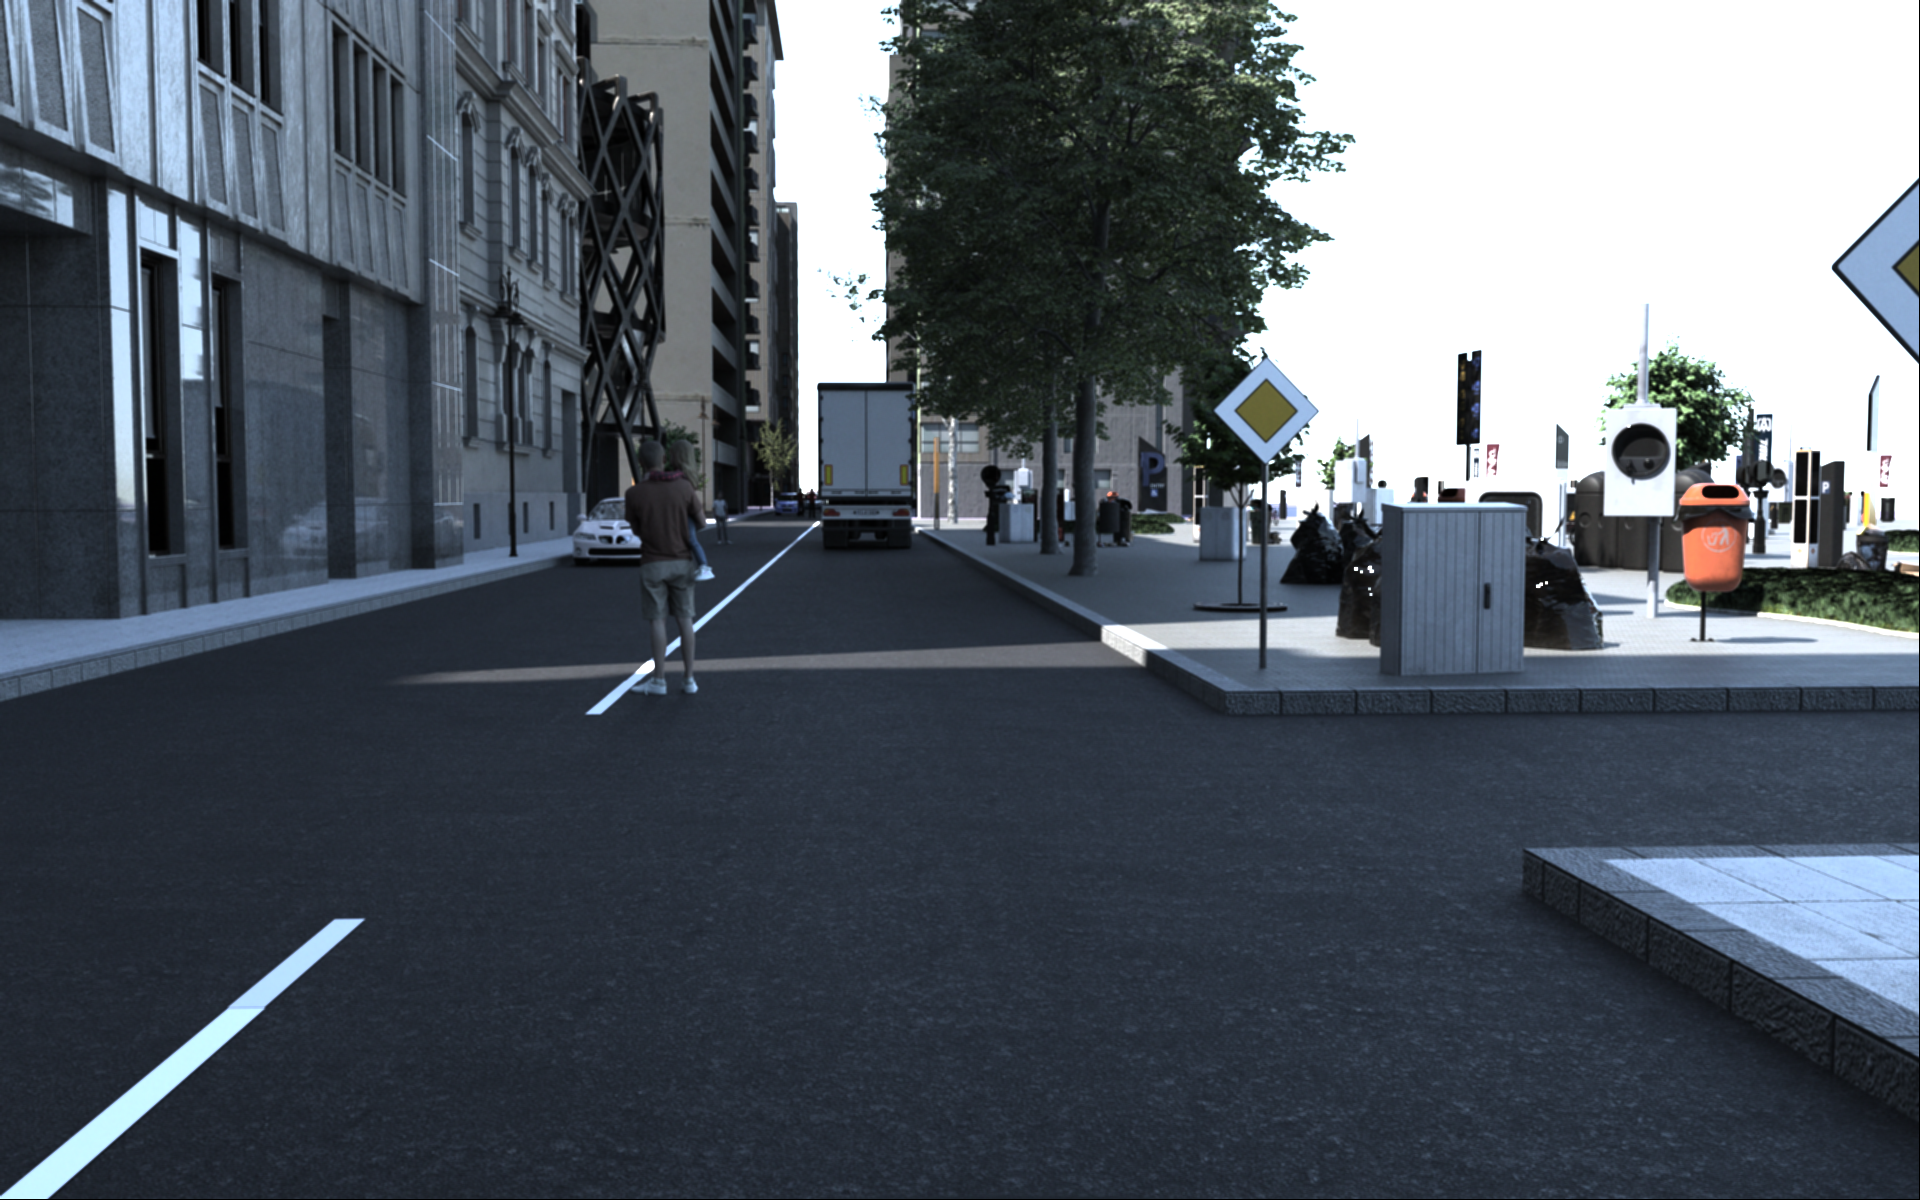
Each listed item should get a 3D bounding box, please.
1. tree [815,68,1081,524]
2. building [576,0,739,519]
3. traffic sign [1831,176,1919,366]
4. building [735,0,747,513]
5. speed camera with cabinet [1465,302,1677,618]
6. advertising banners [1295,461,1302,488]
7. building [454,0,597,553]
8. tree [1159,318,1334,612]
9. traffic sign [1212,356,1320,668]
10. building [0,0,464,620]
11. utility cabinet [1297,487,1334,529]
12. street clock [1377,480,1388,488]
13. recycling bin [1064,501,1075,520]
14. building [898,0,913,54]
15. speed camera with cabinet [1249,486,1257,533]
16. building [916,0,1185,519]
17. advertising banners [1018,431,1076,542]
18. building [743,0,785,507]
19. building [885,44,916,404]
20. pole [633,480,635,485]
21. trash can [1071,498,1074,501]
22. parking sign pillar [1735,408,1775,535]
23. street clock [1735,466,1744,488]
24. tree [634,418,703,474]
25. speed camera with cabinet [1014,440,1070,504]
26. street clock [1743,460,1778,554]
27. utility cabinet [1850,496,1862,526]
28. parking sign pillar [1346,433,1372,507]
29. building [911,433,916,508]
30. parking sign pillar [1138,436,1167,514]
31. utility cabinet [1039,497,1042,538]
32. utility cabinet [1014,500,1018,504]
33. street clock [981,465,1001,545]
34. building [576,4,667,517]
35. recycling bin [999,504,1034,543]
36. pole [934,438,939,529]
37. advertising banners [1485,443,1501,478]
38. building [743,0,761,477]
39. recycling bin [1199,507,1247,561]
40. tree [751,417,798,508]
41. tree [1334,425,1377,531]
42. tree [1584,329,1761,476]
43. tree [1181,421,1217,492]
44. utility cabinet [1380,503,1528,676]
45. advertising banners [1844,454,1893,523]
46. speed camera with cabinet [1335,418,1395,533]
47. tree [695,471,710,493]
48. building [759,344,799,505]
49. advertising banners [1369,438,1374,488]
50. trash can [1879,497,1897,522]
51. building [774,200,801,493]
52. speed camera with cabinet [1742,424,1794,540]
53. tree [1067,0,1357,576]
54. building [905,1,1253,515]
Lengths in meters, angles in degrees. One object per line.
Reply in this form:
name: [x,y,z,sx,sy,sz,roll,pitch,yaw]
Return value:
tree: [0.130,-13.453,75.846,12.611,20.169,13.585,0,3,0]
building: [-23.933,-28.941,96.889,21.300,48.544,21.600,0,4,-4]
traffic sign: [2.729,-0.067,4.737,0.795,2.450,0.064,0,4,-4]
building: [-21.784,-26.409,115.378,14.154,41.232,14.086,0,4,-4]
speed camera with cabinet: [6.369,-1.453,18.088,2.038,3.252,0.660,1,4,23]
advertising banners: [15.536,-4.922,76.661,2.074,3.025,0.090,-2,4,-28]
building: [-17.290,-15.591,42.296,14.401,28.519,23.554,0,4,-4]
tree: [2.989,-1.501,19.145,1.663,3.219,1.824,0,3,0]
traffic sign: [2.230,-0.554,12.707,0.795,2.450,0.064,0,4,-4]
building: [-14.484,-12.400,20.765,12.078,24.808,19.932,0,4,-4]
utility cabinet: [11.385,-2.865,55.522,1.173,1.500,0.318,3,5,42]
street clock: [21.197,-5.040,86.972,0.471,2.002,0.358,-1,4,-18]
recycling bin: [3.752,-2.920,60.299,0.722,1.027,0.722,-1,4,-13]
building: [-0.038,-48.788,235.941,20.563,71.187,20.611,0,4,-4]
speed camera with cabinet: [9.443,-3.867,57.556,0.660,3.252,2.038,1,4,19]
building: [4.487,-25.270,96.752,14.154,41.232,14.086,0,4,-4]
advertising banners: [2.549,-3.080,46.542,2.074,3.025,0.090,-1,4,-17]
building: [-33.237,-36.312,182.934,28.713,52.752,27.495,0,4,-4]
building: [2.878,-34.311,184.684,21.300,48.544,21.600,0,4,-4]
pole: [-15.749,-5.508,83.892,0.158,3.312,0.155,0,3,0]
trash can: [4.593,-3.330,66.093,0.748,1.137,0.748,0,3,0]
parking sign pillar: [25.041,-4.056,54.782,1.447,3.967,1.447,1,4,15]
street clock: [20.282,-2.459,44.775,0.471,2.002,0.358,-1,4,-22]
tree: [-12.598,-5.578,74.913,4.285,4.588,4.351,0,3,0]
speed camera with cabinet: [3.029,-4.270,64.157,2.038,3.252,0.660,0,4,0]
street clock: [17.234,-2.002,37.298,0.471,2.002,0.358,0,4,-3]
utility cabinet: [36.734,-3.659,70.992,0.306,1.237,1.020,3,4,36]
parking sign pillar: [17.536,-5.392,76.632,1.447,3.967,1.447,2,4,33]
building: [5.439,-51.039,147.154,22.319,86.520,31.000,0,4,-4]
parking sign pillar: [8.989,-5.648,80.813,1.447,3.967,1.447,-1,4,-14]
utility cabinet: [2.650,-2.405,50.486,0.306,1.237,1.020,2,4,27]
utility cabinet: [2.970,-4.547,83.018,0.318,1.500,1.173,2,4,28]
street clock: [0.773,-2.383,43.526,0.471,2.002,0.358,-1,4,-11]
building: [-19.354,-11.939,62.650,16.820,18.784,16.811,0,4,-4]
recycling bin: [1.487,-2.031,45.758,0.722,1.027,0.722,-1,4,-22]
pole: [-0.842,-4.213,62.728,0.158,3.312,0.155,0,3,0]
advertising banners: [17.737,-3.908,60.080,2.074,3.025,0.090,3,5,42]
building: [-27.396,-29.528,137.414,22.147,44.769,28.867,0,4,-4]
recycling bin: [5.107,-1.288,33.620,0.722,1.027,0.722,2,4,30]
tree: [-17.519,-13.039,163.557,4.737,8.622,4.395,0,3,0]
tree: [10.682,-3.321,48.894,1.663,3.219,1.824,0,3,0]
tree: [14.042,-3.106,34.502,4.285,4.588,4.351,0,3,0]
tree: [9.660,-4.823,62.574,4.285,4.588,4.351,0,3,0]
utility cabinet: [3.551,-0.079,12.458,1.020,1.237,0.306,-1,4,-16]
advertising banners: [40.239,-4.939,76.948,2.074,3.025,0.090,1,4,23]
speed camera with cabinet: [10.634,-3.127,45.456,2.038,3.252,0.660,-3,5,-44]
tree: [-13.227,-5.585,85.913,1.663,3.219,1.824,0,3,0]
building: [-34.263,-22.538,213.532,27.650,21.520,28.899,0,4,-4]
advertising banners: [13.350,-3.618,55.344,0.090,3.025,2.074,2,4,29]
trash can: [42.807,-4.175,79.910,0.748,1.137,0.748,0,3,0]
building: [-29.018,-33.712,234.790,14.154,41.232,14.086,0,4,-4]
speed camera with cabinet: [22.893,-3.361,49.294,0.660,3.252,2.038,-2,4,-24]
tree: [2.385,-6.667,27.126,7.486,12.596,7.792,0,3,0]
building: [7.474,-28.379,118.619,22.147,44.769,28.867,0,4,-4]
